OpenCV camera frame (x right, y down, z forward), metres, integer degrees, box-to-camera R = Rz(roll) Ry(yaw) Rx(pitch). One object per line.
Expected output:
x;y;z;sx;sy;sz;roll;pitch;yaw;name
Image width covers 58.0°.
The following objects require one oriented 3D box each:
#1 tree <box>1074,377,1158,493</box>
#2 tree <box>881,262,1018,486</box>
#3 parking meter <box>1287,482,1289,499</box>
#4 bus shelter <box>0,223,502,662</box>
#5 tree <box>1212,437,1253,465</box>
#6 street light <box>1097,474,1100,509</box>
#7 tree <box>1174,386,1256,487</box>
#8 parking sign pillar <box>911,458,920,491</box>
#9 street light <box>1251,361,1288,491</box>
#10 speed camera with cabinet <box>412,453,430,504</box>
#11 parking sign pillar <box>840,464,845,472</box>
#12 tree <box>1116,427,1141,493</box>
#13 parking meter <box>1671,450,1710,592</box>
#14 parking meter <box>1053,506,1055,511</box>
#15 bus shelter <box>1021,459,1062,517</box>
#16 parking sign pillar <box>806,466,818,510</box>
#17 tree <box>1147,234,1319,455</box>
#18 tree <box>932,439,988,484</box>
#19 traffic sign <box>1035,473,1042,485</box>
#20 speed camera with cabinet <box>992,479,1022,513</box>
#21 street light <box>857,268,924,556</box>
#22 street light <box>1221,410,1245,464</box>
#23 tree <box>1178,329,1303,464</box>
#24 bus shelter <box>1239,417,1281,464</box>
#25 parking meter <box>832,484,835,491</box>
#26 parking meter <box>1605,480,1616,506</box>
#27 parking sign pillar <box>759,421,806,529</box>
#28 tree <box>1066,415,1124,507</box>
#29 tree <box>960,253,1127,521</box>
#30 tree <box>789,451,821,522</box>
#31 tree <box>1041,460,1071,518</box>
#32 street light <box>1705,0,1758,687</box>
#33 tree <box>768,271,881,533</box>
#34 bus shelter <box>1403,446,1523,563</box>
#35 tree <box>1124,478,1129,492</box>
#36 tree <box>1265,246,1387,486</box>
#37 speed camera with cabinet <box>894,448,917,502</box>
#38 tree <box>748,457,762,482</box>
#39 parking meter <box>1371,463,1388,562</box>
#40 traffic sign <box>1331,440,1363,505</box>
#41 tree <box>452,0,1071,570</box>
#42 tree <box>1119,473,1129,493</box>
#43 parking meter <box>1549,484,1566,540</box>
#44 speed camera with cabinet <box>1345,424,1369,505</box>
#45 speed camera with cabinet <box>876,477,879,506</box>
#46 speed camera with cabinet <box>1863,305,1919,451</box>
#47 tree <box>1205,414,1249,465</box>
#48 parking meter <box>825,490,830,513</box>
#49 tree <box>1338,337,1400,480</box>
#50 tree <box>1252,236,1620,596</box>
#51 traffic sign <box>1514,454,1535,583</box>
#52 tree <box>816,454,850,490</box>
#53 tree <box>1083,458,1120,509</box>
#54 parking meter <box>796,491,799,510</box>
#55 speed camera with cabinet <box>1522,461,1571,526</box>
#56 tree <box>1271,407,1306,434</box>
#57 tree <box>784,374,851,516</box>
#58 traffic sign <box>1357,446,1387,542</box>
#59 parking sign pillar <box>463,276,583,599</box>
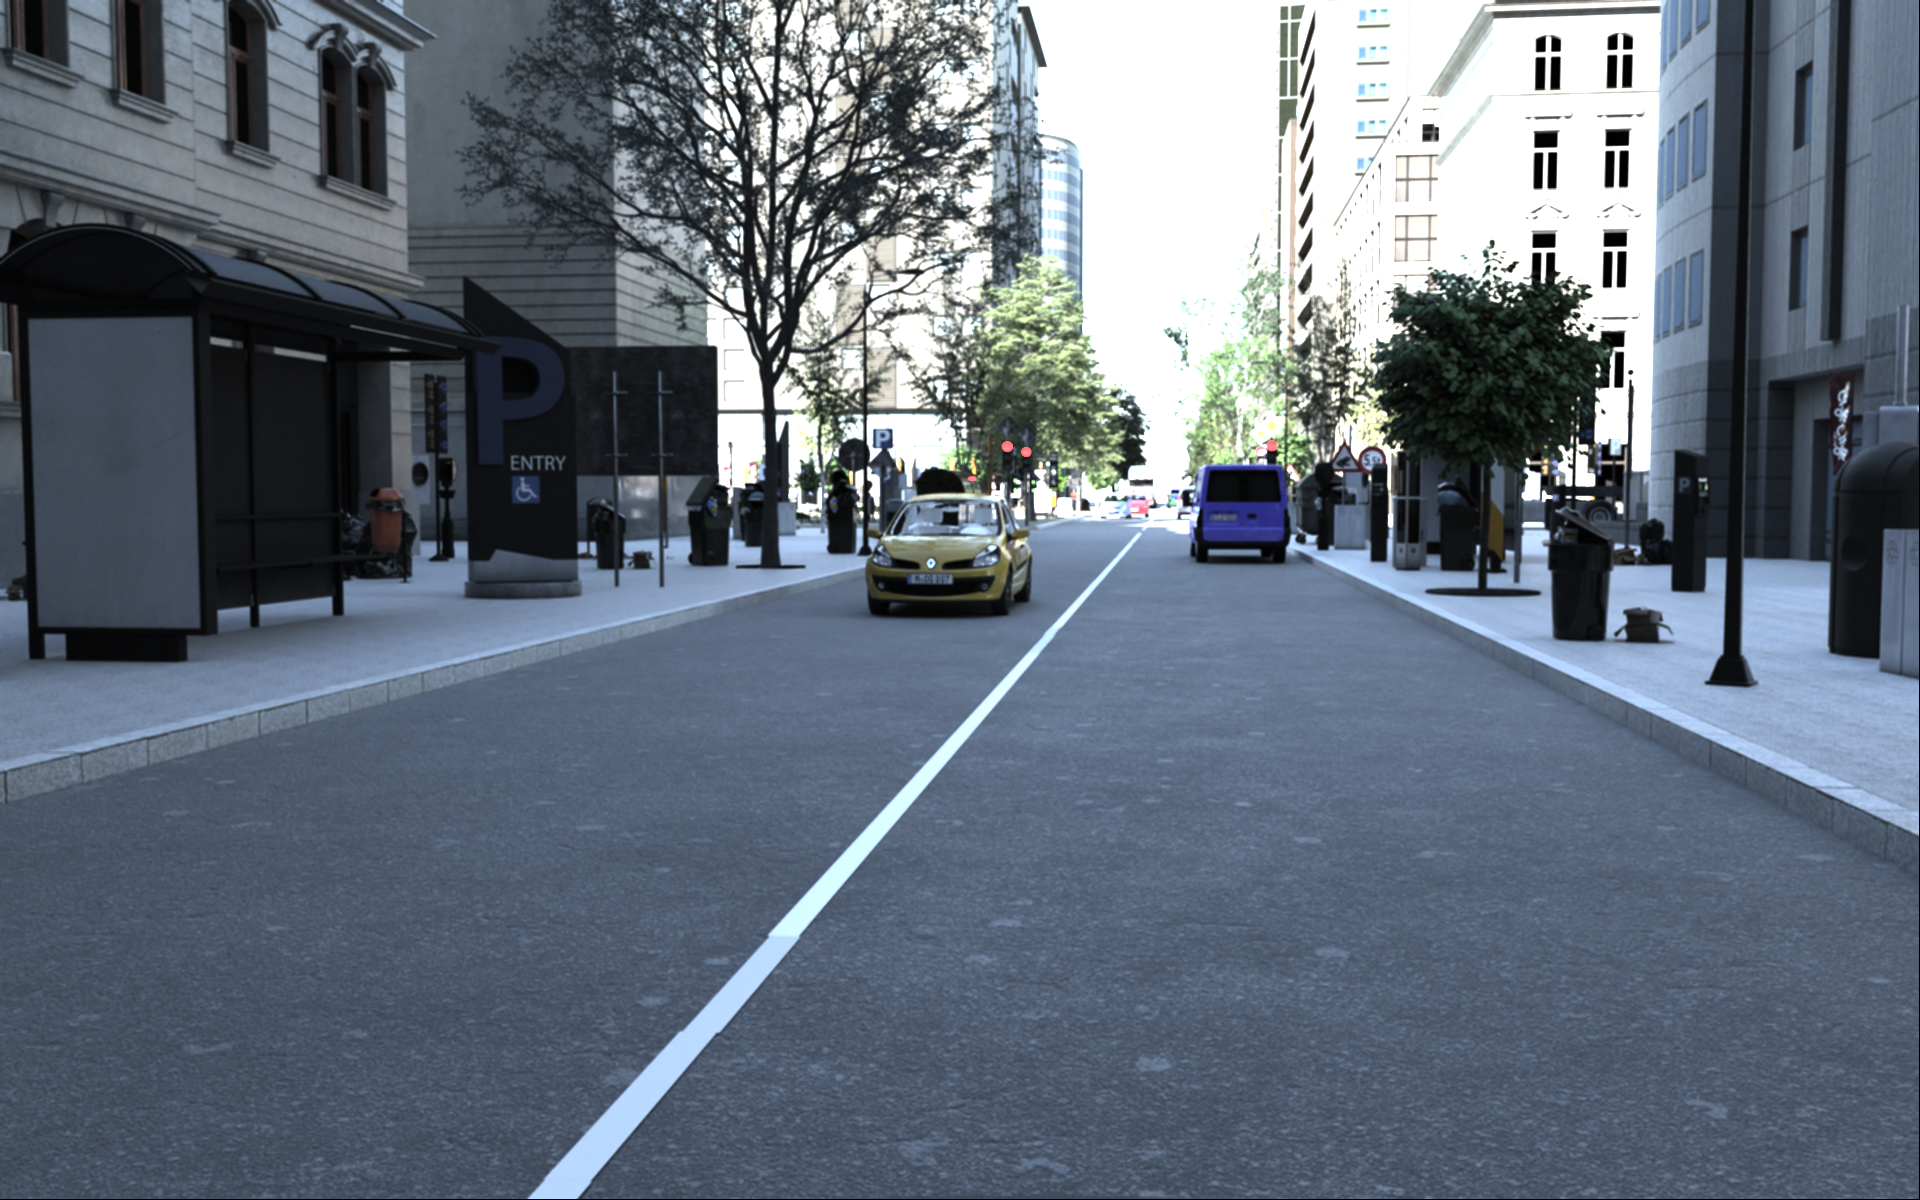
16.588;-17.210;188.040;9.857;13.997;8.962;0;3;0;tree
0.086;-6.363;54.391;4.360;8.622;3.978;0;3;0;tree
13.219;-3.986;70.888;0.399;1.863;0.255;3;4;37;parking meter
-6.177;-1.334;15.728;2.014;3.302;5.546;0;4;7;bus shelter
14.425;-5.753;77.768;4.285;4.588;4.351;0;3;0;tree
12.287;-10.633;146.394;1.470;5.913;1.316;0;4;7;street light
26.923;-16.010;178.765;9.611;12.733;9.660;0;3;0;tree
-3.300;-8.589;128.898;1.447;3.967;1.447;-1;4;-12;parking sign pillar
10.815;-5.373;60.382;1.470;5.913;1.316;0;4;7;street light
-12.607;-2.687;38.269;0.660;3.252;2.038;1;4;23;speed camera with cabinet
-9.084;-8.852;133.196;1.447;3.967;1.447;0;4;-4;parking sign pillar
20.387;-17.593;222.062;7.601;10.594;8.767;0;4;-3;tree
9.607;-1.043;22.769;0.255;1.863;0.399;-2;4;-29;parking meter
7.099;-7.801;133.256;0.399;1.863;0.255;2;4;35;parking meter
4.764;-6.566;101.279;2.014;3.302;5.546;0;4;7;bus shelter
-11.581;-8.839;132.983;1.447;3.967;1.447;-3;4;-37;parking sign pillar
20.359;-16.702;128.974;12.611;20.169;13.585;0;3;0;tree
0.068;-7.153;100.672;4.285;4.588;4.351;0;3;0;tree
3.886;-5.467;90.572;0.795;2.450;0.064;1;4;13;traffic sign
3.185;-7.588;118.393;2.038;3.252;0.660;1;4;18;speed camera with cabinet
-1.430;-3.873;35.863;1.470;5.913;1.316;0;4;7;street light
15.133;-7.534;95.721;1.470;5.913;1.316;0;4;7;street light
17.417;-11.128;107.706;9.928;11.665;9.643;0;3;0;tree
15.327;-6.743;87.882;2.179;5.291;8.768;0;4;7;bus shelter
-5.407;-4.283;75.736;0.399;1.863;0.255;-1;4;-11;parking meter
27.539;-4.134;73.303;0.399;1.863;0.255;3;5;43;parking meter
-6.567;-4.570;63.189;1.447;3.967;1.447;0;4;7;parking sign pillar
10.138;-11.609;140.176;4.360;8.622;3.978;0;3;0;tree
3.622;-10.004;81.695;7.486;12.596;7.792;0;3;0;tree
-6.774;-5.154;78.871;1.663;3.219;1.824;0;3;0;tree
5.316;-6.109;94.484;1.663;3.219;1.824;0;3;0;tree
4.675;-2.388;11.591;1.470;5.913;1.316;0;4;7;street light
-4.242;-6.484;56.378;4.360;8.622;3.978;0;3;0;tree
9.920;-2.478;34.432;2.014;3.302;5.546;0;4;7;bus shelter
24.616;-18.807;257.857;4.360;8.622;3.978;0;3;0;tree
11.099;-6.242;52.421;4.360;8.622;3.978;0;3;0;tree
-2.372;-4.842;73.501;0.660;3.252;2.038;-1;4;-18;speed camera with cabinet
-14.947;-9.215;134.374;4.285;4.588;4.351;0;3;0;tree
7.982;-1.666;32.953;0.255;1.863;0.399;2;4;23;parking meter
9.270;-2.558;41.834;0.884;2.594;0.081;1;4;13;traffic sign
-3.239;-7.284;29.467;12.009;13.543;11.850;0;3;0;tree
29.757;-21.243;297.686;4.737;8.622;4.395;0;3;0;tree
15.159;-2.172;43.924;0.372;1.533;0.369;0;3;0;parking meter
10.874;-3.310;48.448;0.660;3.252;2.038;2;4;30;speed camera with cabinet
-6.177;-8.884;139.585;0.660;3.252;2.038;-1;4;-19;speed camera with cabinet
10.558;-1.447;18.002;2.038;3.252;0.660;2;4;35;speed camera with cabinet
23.615;-12.491;154.597;4.737;8.622;4.395;0;3;0;tree
-8.552;-6.324;111.814;0.372;1.533;0.369;0;3;0;parking meter
19.712;-8.065;82.225;4.737;8.622;4.395;0;3;0;tree
6.718;-2.353;22.183;4.285;4.588;4.351;0;3;0;tree
8.051;-1.521;24.969;0.768;2.556;0.104;1;4;14;traffic sign
-10.270;-9.690;142.138;4.285;4.588;4.351;0;3;0;tree
12.372;-10.311;152.294;4.285;4.588;4.351;0;3;0;tree
-13.385;-8.302;141.450;0.399;1.863;0.255;-1;4;-20;parking meter
23.919;-4.675;70.773;0.660;3.252;2.038;-3;5;-45;speed camera with cabinet
25.911;-11.523;138.755;4.737;8.622;4.395;0;3;0;tree
-8.310;-9.316;102.676;4.737;8.622;4.395;0;3;0;tree
10.934;-2.807;46.004;0.768;2.556;0.104;1;4;9;traffic sign
-5.500;-2.034;21.720;1.447;3.967;1.447;-2;4;-25;parking sign pillar
